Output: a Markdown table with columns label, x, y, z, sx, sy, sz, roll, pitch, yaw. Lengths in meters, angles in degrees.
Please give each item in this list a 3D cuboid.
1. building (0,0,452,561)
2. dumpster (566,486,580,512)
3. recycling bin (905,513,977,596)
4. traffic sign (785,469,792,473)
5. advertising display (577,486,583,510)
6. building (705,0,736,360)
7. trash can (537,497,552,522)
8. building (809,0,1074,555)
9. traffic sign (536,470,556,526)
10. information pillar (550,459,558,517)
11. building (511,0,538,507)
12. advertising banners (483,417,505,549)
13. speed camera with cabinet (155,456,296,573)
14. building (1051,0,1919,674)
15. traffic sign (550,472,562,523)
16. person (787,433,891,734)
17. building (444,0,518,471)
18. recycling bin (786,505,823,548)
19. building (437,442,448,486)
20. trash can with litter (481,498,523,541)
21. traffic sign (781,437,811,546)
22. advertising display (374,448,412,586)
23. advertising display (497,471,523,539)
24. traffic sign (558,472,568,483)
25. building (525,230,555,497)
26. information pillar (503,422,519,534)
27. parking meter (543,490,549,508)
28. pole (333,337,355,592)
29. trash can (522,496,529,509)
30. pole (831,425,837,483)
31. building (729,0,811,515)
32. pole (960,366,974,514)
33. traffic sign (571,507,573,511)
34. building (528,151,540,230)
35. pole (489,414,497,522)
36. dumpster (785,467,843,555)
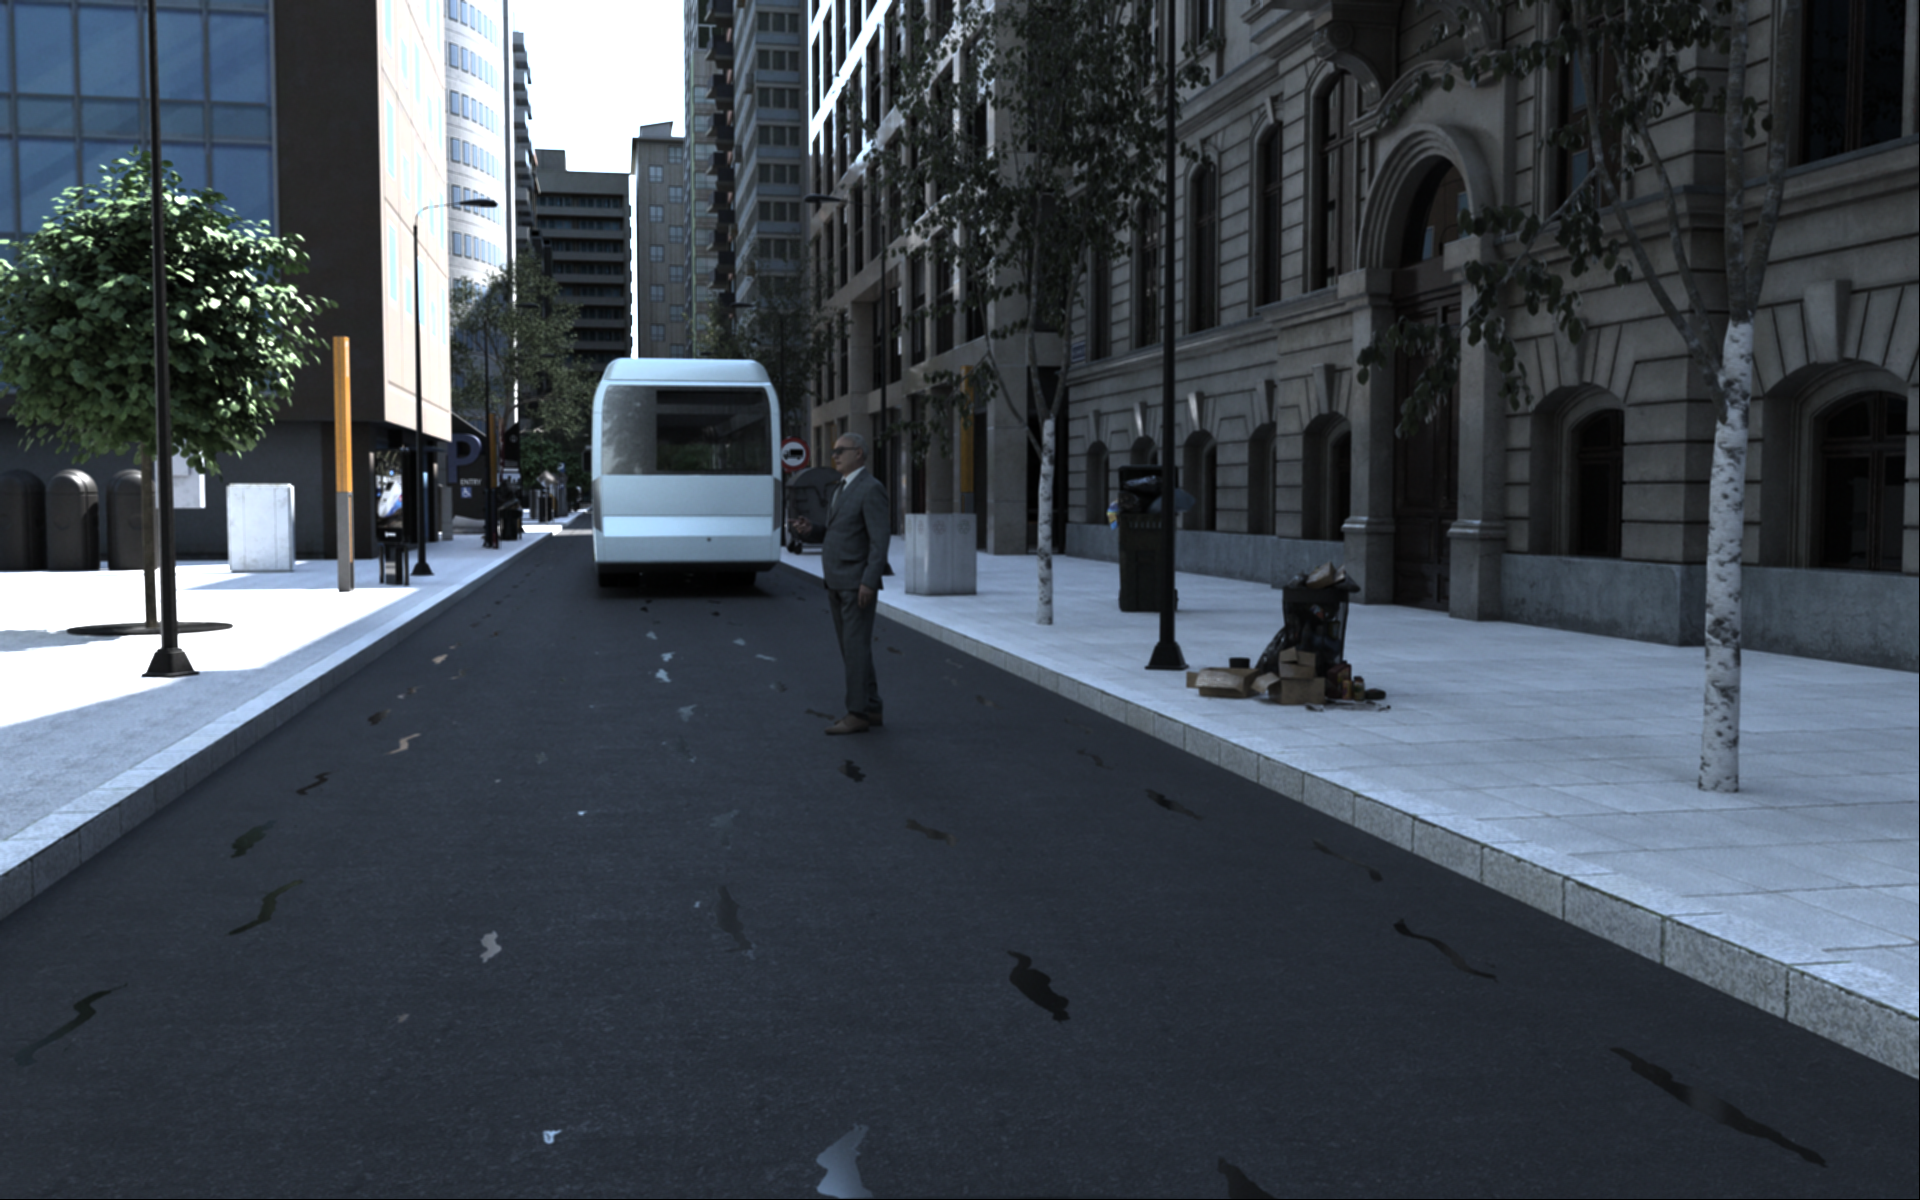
| label | x | y | z | sx | sy | sz | roll | pitch | yaw |
| --- | --- | --- | --- | --- | --- | --- | --- | --- | --- |
| building | -19.300 | -23.720 | 37.932 | 14.600 | 45.320 | 14.200 | -1 | 4 | -11 |
| dumpster | -28.750 | -7.634 | 127.305 | 1.502 | 2.255 | 1.985 | -1 | 4 | -11 |
| recycling bin | -0.250 | -0.590 | 22.207 | 0.722 | 1.027 | 0.722 | -2 | 4 | -26 |
| traffic sign | -4.646 | -2.684 | 43.883 | 0.884 | 2.594 | 0.081 | -1 | 4 | -10 |
| advertising display | -30.826 | -8.221 | 139.630 | 0.974 | 1.923 | 0.123 | 2 | 4 | 28 |
| building | -8.310 | -29.392 | 135.191 | 22.147 | 44.769 | 28.867 | -1 | 4 | -11 |
| trash can | -19.312 | -4.223 | 80.703 | 0.748 | 1.137 | 0.748 | 0 | 3 | 0 |
| building | 6.788 | -15.261 | 54.028 | 19.350 | 26.468 | 34.151 | -1 | 4 | -11 |
| traffic sign | -16.764 | -4.071 | 70.204 | 0.795 | 2.450 | 0.064 | -1 | 4 | -11 |
| information pillar | -22.885 | -6.499 | 97.612 | 0.183 | 3.616 | 0.504 | 3 | 5 | 44 |
| building | -51.720 | -33.233 | 162.974 | 23.786 | 49.044 | 30.456 | -1 | 4 | -11 |
| advertising banners | -10.904 | -2.713 | 40.541 | 0.090 | 3.025 | 2.074 | -2 | 4 | -28 |
| speed camera with cabinet | -12.004 | -2.078 | 28.311 | 2.038 | 3.252 | 0.660 | -1 | 4 | -16 |
| building | 10.559 | -12.250 | 19.375 | 14.460 | 24.649 | 34.723 | -1 | 4 | -11 |
| traffic sign | -18.335 | -4.550 | 78.033 | 0.795 | 2.450 | 0.064 | -1 | 4 | -11 |
| person | -0.718 | -0.114 | 10.535 | 0.590 | 1.801 | 0.661 | -2 | 4 | -30 |
| building | -42.242 | -35.280 | 118.826 | 21.231 | 58.520 | 28.212 | -1 | 4 | -11 |
| recycling bin | -3.690 | -1.761 | 41.351 | 0.722 | 1.027 | 0.722 | -2 | 4 | -35 |
| building | -34.996 | -39.607 | 85.824 | 20.563 | 71.187 | 20.611 | -1 | 4 | -11 |
| trash can with litter | -12.596 | -2.217 | 47.628 | 1.055 | 1.170 | 0.624 | -3 | 5 | -42 |
| traffic sign | -3.701 | -2.349 | 38.512 | 0.768 | 2.556 | 0.104 | -1 | 4 | -9 |
| advertising display | -8.021 | -1.179 | 24.496 | 0.123 | 1.923 | 0.974 | -3 | 5 | -41 |
| advertising display | -12.811 | -2.665 | 48.787 | 0.974 | 1.923 | 0.123 | -3 | 4 | -36 |
| traffic sign | -23.216 | -6.162 | 100.853 | 0.768 | 2.556 | 0.104 | 0 | 4 | -2 |
| building | -51.110 | -25.372 | 186.526 | 14.160 | 30.474 | 14.107 | -1 | 4 | -11 |
| information pillar | -14.493 | -3.952 | 55.974 | 0.504 | 3.616 | 0.183 | -1 | 4 | -23 |
| parking meter | -22.967 | -5.358 | 96.020 | 0.372 | 1.533 | 0.369 | 0 | 3 | 0 |
| pole | -8.029 | -1.757 | 22.567 | 0.158 | 3.312 | 0.155 | 0 | 3 | 0 |
| trash can | -37.733 | -8.488 | 150.429 | 0.748 | 1.137 | 0.748 | 0 | 3 | 0 |
| pole | -3.712 | -3.497 | 51.021 | 0.158 | 3.312 | 0.155 | 0 | 3 | 0 |
| building | -0.865 | -25.043 | 101.342 | 23.993 | 40.220 | 32.217 | -1 | 4 | -11 |
| pole | 0.113 | -2.066 | 27.628 | 0.158 | 3.312 | 0.155 | 0 | 3 | 0 |
| traffic sign | -29.358 | -8.003 | 130.951 | 0.768 | 2.556 | 0.104 | -1 | 4 | -10 |
| building | -63.686 | -33.847 | 208.023 | 28.867 | 44.769 | 22.147 | -1 | 4 | -11 |
| pole | -11.858 | -3.066 | 43.973 | 0.158 | 3.312 | 0.155 | 0 | 3 | 0 |
| dumpster | -3.064 | -1.932 | 37.350 | 1.264 | 1.857 | 1.865 | -1 | 4 | -11 |
